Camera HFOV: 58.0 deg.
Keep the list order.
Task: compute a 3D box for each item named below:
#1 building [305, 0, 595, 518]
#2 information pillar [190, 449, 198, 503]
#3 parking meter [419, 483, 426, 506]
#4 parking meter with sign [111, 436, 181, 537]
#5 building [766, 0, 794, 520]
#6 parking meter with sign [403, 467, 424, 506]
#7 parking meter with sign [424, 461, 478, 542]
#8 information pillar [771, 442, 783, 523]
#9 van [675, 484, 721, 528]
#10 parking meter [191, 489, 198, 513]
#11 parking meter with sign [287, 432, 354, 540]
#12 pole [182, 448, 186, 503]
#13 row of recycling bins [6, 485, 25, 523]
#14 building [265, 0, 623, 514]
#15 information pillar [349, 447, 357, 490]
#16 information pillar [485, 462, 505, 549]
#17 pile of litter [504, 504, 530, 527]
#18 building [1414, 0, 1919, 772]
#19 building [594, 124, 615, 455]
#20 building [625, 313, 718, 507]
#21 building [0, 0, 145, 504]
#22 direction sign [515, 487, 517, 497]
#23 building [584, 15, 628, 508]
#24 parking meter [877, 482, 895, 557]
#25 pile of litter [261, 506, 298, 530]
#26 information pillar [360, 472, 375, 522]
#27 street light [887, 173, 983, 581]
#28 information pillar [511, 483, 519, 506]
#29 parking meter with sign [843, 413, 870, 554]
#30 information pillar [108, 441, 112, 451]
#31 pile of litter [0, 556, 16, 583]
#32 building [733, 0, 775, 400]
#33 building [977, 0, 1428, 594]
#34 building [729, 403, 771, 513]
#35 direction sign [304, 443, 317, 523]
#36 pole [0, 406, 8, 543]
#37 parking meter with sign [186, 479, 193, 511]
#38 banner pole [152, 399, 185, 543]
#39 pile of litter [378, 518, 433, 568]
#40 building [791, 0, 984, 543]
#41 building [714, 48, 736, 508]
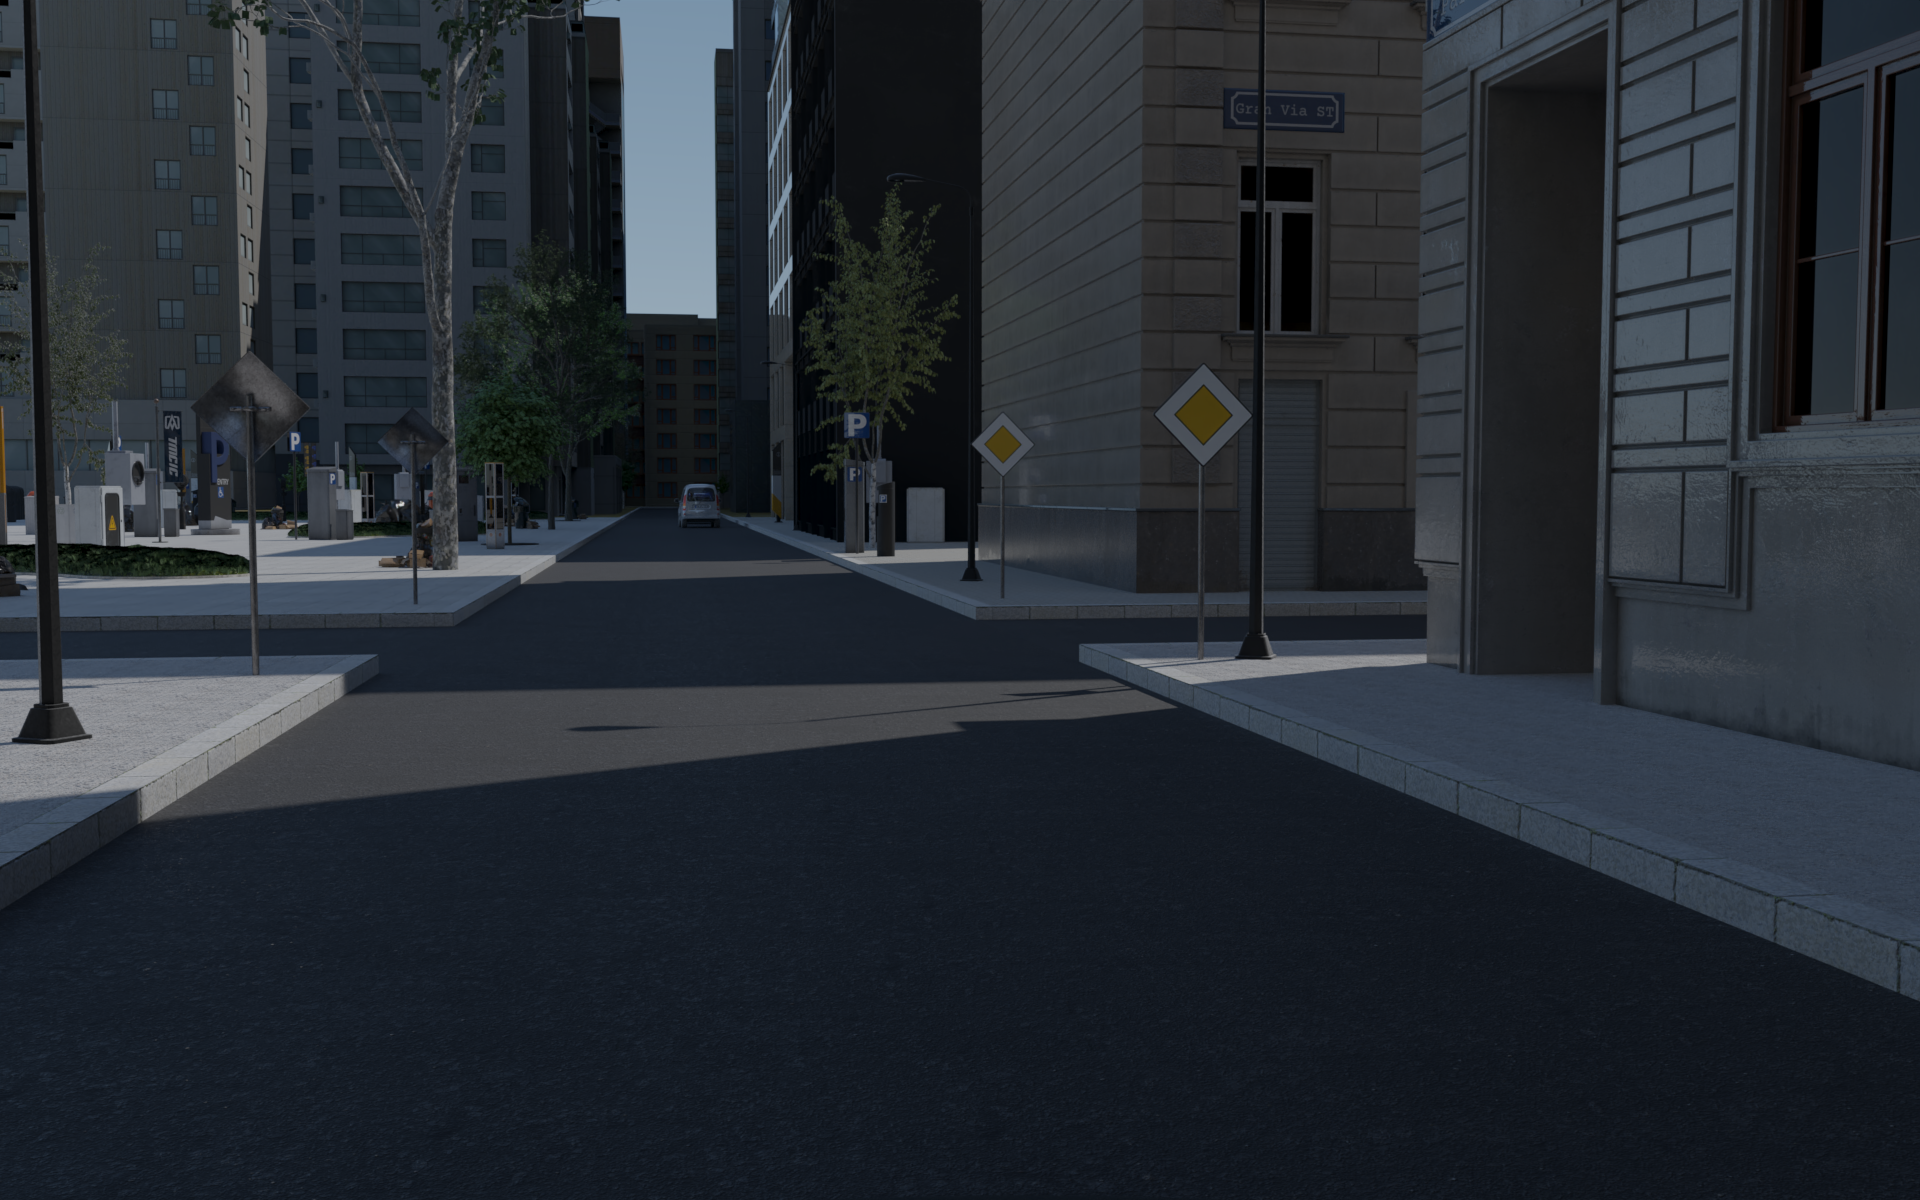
[{"bbox_3d":[-28.686,-20.066,99.788,14.160,30.474,14.107,-1,4,-10],"label":"building"},{"bbox_3d":[-40.063,-6.082,90.796,0.504,3.616,0.183,0,4,-1],"label":"information pillar"},{"bbox_3d":[-27.721,-5.117,89.382,0.399,1.863,0.255,-2,4,-24],"label":"parking meter"},{"bbox_3d":[-24.257,-3.388,51.658,1.738,3.016,0.543,0,4,-6],"label":"parking meter with sign"},{"bbox_3d":[1.849,-16.841,79.867,19.350,26.468,34.151,-1,4,-10],"label":"building"},{"bbox_3d":[-26.532,-5.347,83.677,1.738,3.016,0.543,1,4,13],"label":"parking meter with sign"},{"bbox_3d":[-13.488,-3.096,46.878,0.543,3.016,1.738,3,5,45],"label":"parking meter with sign"},{"bbox_3d":[-8.224,-5.284,77.752,0.504,3.616,0.183,-3,5,-41],"label":"information pillar"},{"bbox_3d":[-11.282,-4.146,74.806,2.013,2.044,4.112,-1,4,-12],"label":"van"},{"bbox_3d":[-39.067,-4.896,88.466,0.372,1.533,0.369,0,3,0],"label":"parking meter"},{"bbox_3d":[-17.860,-3.193,48.470,1.738,3.016,0.543,1,4,11],"label":"parking meter with sign"},{"bbox_3d":[-34.699,-5.113,77.435,0.158,3.312,0.155,0,3,0],"label":"pole"},{"bbox_3d":[-47.472,-4.875,86.822,1.069,1.692,3.534,-2,4,-26],"label":"row of recycling bins"},{"bbox_3d":[-33.479,-41.428,115.607,20.563,71.187,20.611,-1,4,-10],"label":"building"},{"bbox_3d":[-30.036,-5.770,85.696,0.504,3.616,0.183,3,4,37],"label":"information pillar"},{"bbox_3d":[-10.831,-2.192,40.332,0.304,2.012,0.304,2,4,27],"label":"information pillar"},{"bbox_3d":[-19.513,-3.665,73.881,1.719,0.858,1.176,1,4,19],"label":"pile of litter"},{"bbox_3d":[10.063,-10.249,3.731,11.583,22.565,21.152,-1,4,-10],"label":"building"},{"bbox_3d":[-34.218,-22.177,134.300,14.160,30.474,14.107,-1,4,-10],"label":"building"},{"bbox_3d":[-39.895,-21.051,189.219,28.899,21.520,27.650,-1,4,-10],"label":"building"},{"bbox_3d":[-71.867,-34.119,147.080,27.495,52.752,28.713,-1,4,-10],"label":"building"},{"bbox_3d":[-18.323,-4.862,71.491,0.379,3.537,0.876,1,4,13],"label":"direction sign"},{"bbox_3d":[-38.248,-31.196,160.159,14.200,45.320,14.600,-1,4,-10],"label":"building"},{"bbox_3d":[-1.525,-1.663,35.602,0.372,1.533,0.369,0,3,0],"label":"parking meter"},{"bbox_3d":[-24.705,-3.008,63.145,1.719,0.858,1.176,-3,5,-39],"label":"pile of litter"},{"bbox_3d":[-19.836,-3.272,57.996,0.304,2.012,0.304,2,4,28],"label":"information pillar"},{"bbox_3d":[-0.365,-3.230,25.348,1.470,5.913,1.316,-1,4,-10],"label":"street light"},{"bbox_3d":[-23.563,-5.334,91.702,0.304,2.012,0.304,1,4,10],"label":"information pillar"},{"bbox_3d":[-2.298,-2.548,37.925,0.543,3.016,1.738,0,4,-6],"label":"parking meter with sign"},{"bbox_3d":[-37.415,-5.196,76.303,0.183,3.616,0.504,-3,4,-37],"label":"information pillar"},{"bbox_3d":[-13.587,-0.578,23.423,1.176,0.858,1.719,3,4,37],"label":"pile of litter"},{"bbox_3d":[-8.132,-36.775,143.269,21.231,58.520,28.212,-1,4,-10],"label":"building"},{"bbox_3d":[13.273,-14.178,29.079,25.104,27.353,12.463,-1,4,-10],"label":"building"},{"bbox_3d":[-3.510,-48.949,112.989,22.319,86.520,31.000,-1,4,-10],"label":"building"},{"bbox_3d":[-28.844,-5.195,76.938,0.379,3.537,0.876,1,4,14],"label":"direction sign"},{"bbox_3d":[-22.292,-2.839,40.254,0.158,3.312,0.155,0,3,0],"label":"pole"},{"bbox_3d":[-39.074,-5.558,87.136,0.543,3.016,1.738,-3,5,-41],"label":"parking meter with sign"},{"bbox_3d":[-20.928,-3.407,45.728,0.863,3.779,0.401,-3,5,-41],"label":"banner pole"},{"bbox_3d":[-9.612,-1.009,30.464,1.176,0.858,1.719,-2,4,-27],"label":"pile of litter"},{"bbox_3d":[1.489,-13.717,53.954,12.332,23.373,15.834,-1,4,-10],"label":"building"},{"bbox_3d":[-16.061,-29.374,163.862,14.154,41.232,14.086,-1,4,-10],"label":"building"}]
